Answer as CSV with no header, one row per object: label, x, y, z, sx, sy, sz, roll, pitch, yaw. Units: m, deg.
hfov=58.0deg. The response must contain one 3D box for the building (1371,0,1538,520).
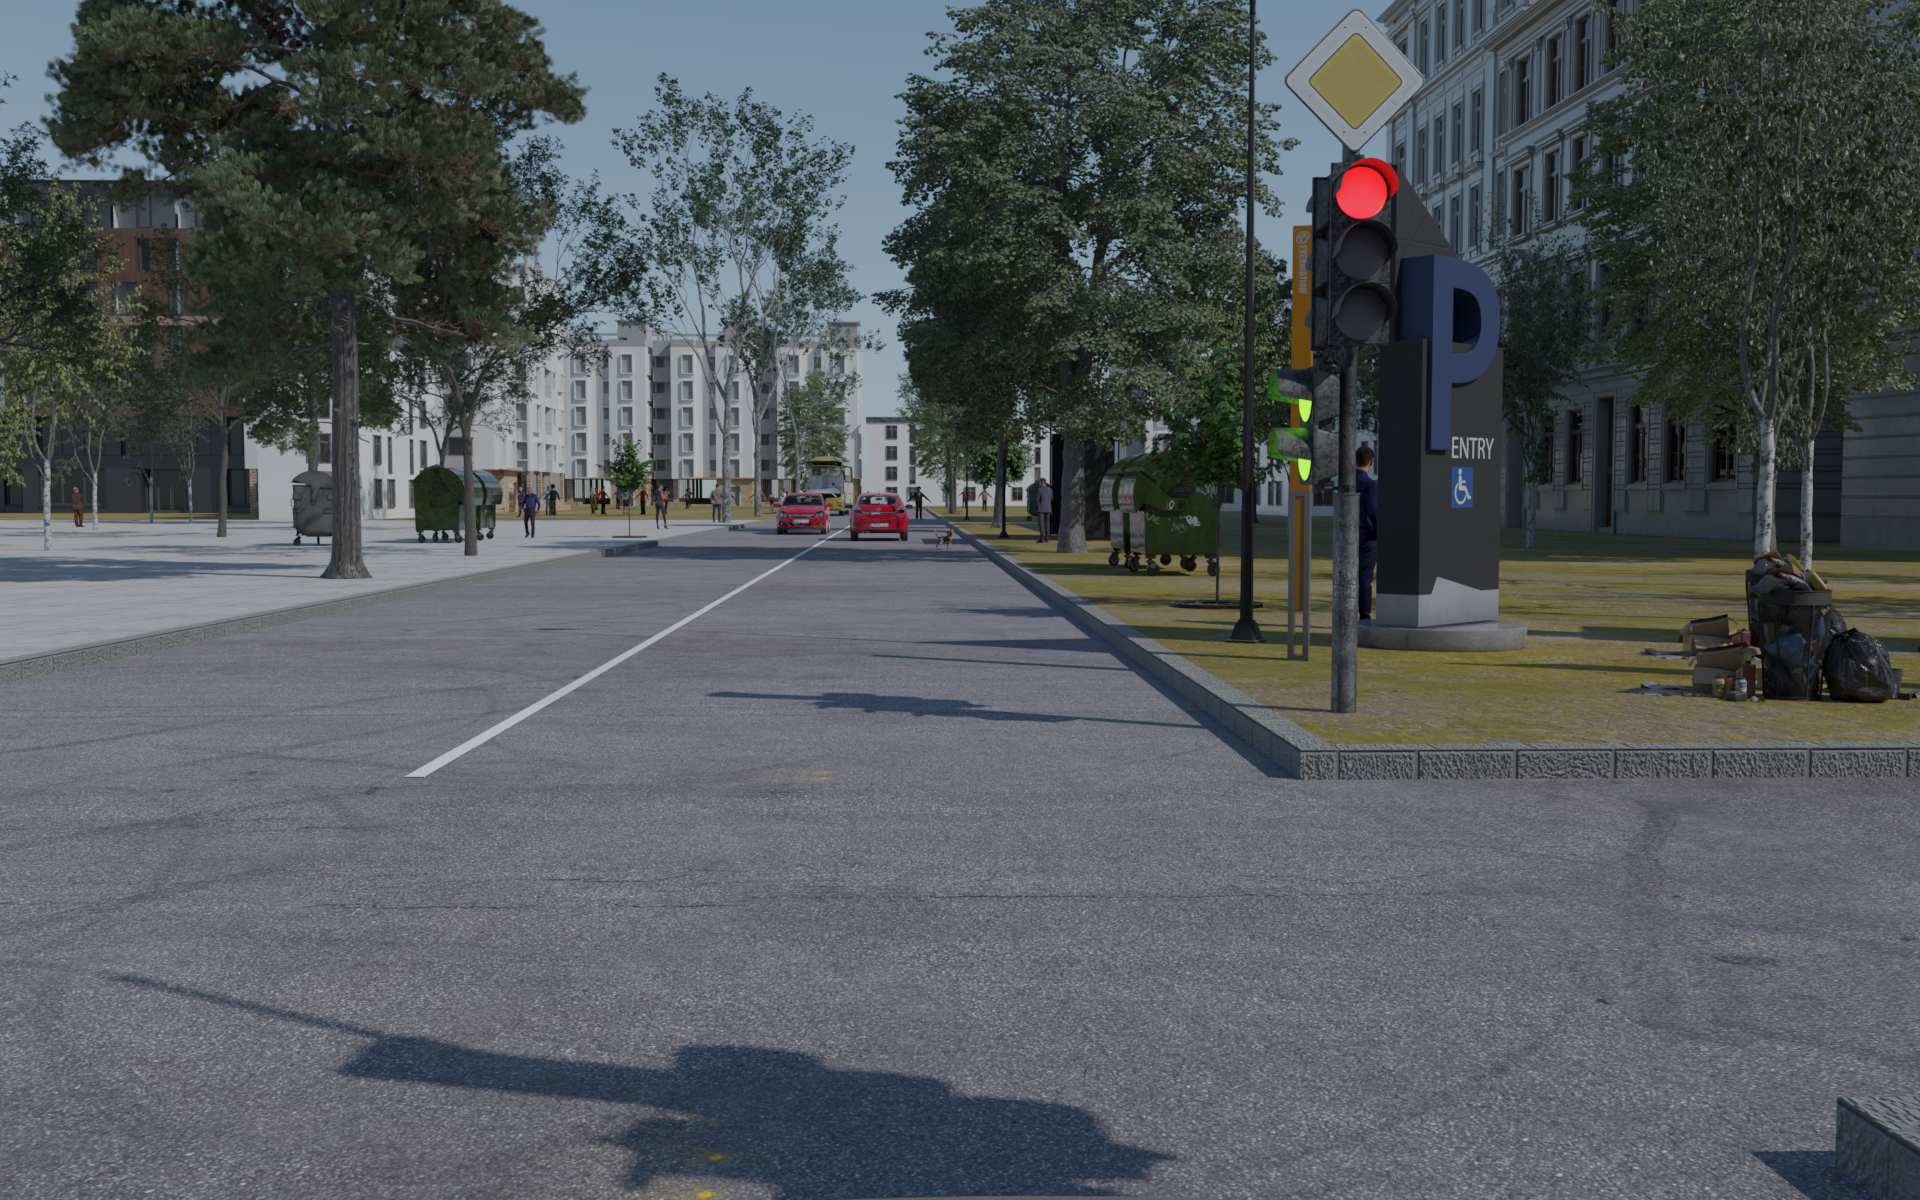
building,27.289,-17.717,75.582,13.634,28.700,20.117,0,4,-2

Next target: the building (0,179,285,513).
building,-59.180,-17.294,126.734,32.646,21.610,27.936,0,4,-2

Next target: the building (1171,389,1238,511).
building,22.283,-11.467,129.628,9.099,9.664,28.070,0,4,-2

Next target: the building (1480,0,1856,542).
building,25.650,-13.392,55.110,11.583,22.565,21.152,0,4,-2

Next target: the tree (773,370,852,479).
tree,-13.512,-14.703,158.518,7.486,12.596,7.792,0,3,0

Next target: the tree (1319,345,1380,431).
tree,10.252,-6.387,54.783,4.737,8.622,4.395,0,3,0

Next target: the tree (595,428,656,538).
tree,-9.646,-3.438,50.810,1.663,3.219,1.824,0,3,0

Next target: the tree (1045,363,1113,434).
tree,5.516,-7.811,78.077,4.737,8.622,4.395,0,3,0

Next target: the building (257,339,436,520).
building,-34.656,-9.638,99.721,9.099,9.664,28.070,0,4,-2

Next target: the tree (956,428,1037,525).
tree,1.470,-5.393,71.883,4.285,4.588,4.351,0,3,0

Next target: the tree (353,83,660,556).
tree,-10.103,-6.216,36.039,8.767,10.594,7.601,0,4,7

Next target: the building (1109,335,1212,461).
building,23.352,-20.802,196.532,11.380,20.091,16.016,0,4,-2

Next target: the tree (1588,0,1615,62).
tree,8.345,-4.092,17.265,4.360,8.622,3.978,0,3,0

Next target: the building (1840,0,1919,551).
building,33.062,-11.869,35.864,24.055,21.916,13.314,0,4,-2

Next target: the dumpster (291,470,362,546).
dumpster,-15.861,-2.297,43.317,1.264,1.857,1.865,0,4,-2

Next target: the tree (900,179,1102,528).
tree,1.637,-9.604,64.446,7.806,13.903,7.818,0,3,0

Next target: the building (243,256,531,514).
building,-39.119,-16.057,118.958,16.016,20.091,11.380,0,4,-2

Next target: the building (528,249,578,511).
building,-36.995,-16.947,133.502,11.380,20.091,16.016,0,4,-2

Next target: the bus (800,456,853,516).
bus,-8.821,-7.672,116.978,2.896,3.916,12.252,0,4,0

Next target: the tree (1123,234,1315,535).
tree,6.778,-5.866,46.268,4.737,8.622,4.395,0,3,0

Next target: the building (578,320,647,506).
building,-39.591,-20.668,194.341,11.380,20.091,16.016,0,4,-2

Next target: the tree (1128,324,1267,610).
tree,3.017,-1.539,19.758,1.663,3.219,1.824,0,3,0

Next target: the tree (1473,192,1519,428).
tree,13.406,-5.551,41.128,4.360,8.622,3.978,0,3,0

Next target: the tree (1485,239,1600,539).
tree,16.118,-6.046,49.207,4.737,8.622,4.395,0,3,0

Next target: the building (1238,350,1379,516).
building,23.705,-9.746,101.498,9.099,9.664,28.070,0,4,-2

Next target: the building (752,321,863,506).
building,-16.805,-20.769,195.991,11.380,20.091,16.016,0,4,-2

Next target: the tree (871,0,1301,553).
tree,2.383,-8.007,37.578,9.857,13.997,8.962,0,3,0

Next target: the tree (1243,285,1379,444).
tree,13.489,-8.033,65.746,7.601,10.594,8.767,1,4,9

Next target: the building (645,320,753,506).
building,-28.241,-20.737,195.463,11.380,20.091,16.016,0,4,-2

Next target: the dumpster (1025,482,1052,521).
dumpster,3.788,-4.671,82.137,1.264,1.857,1.865,0,4,-2

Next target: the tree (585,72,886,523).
tree,-11.012,-13.590,78.093,12.611,20.169,13.585,0,3,0

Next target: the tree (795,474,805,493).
tree,-13.408,-9.586,151.340,1.663,3.219,1.824,0,3,0

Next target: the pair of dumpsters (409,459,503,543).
pair of dumpsters,-13.659,-2.722,47.002,1.574,2.255,4.436,0,4,-2

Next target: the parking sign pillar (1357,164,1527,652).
parking sign pillar,4.072,-1.600,14.639,1.447,3.967,1.447,-3,5,-44

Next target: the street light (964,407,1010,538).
street light,0.733,-4.752,50.230,1.470,5.913,1.316,0,4,-2

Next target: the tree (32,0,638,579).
tree,-9.402,-7.231,25.657,7.806,13.903,7.818,0,3,0

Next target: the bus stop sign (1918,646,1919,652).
bus stop sign,8.140,-1.554,14.108,0.416,3.939,0.855,3,4,38

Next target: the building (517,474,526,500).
building,-61.527,-20.050,194.279,31.486,18.905,16.747,0,4,-2

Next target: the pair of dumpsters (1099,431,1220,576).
pair of dumpsters,3.354,-1.616,28.923,1.574,2.255,4.436,0,4,-2

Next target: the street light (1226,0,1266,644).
street light,1.940,-2.586,14.821,1.470,5.913,1.316,0,4,-2

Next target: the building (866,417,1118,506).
building,3.665,-15.352,193.153,28.070,9.664,9.099,0,4,-2
